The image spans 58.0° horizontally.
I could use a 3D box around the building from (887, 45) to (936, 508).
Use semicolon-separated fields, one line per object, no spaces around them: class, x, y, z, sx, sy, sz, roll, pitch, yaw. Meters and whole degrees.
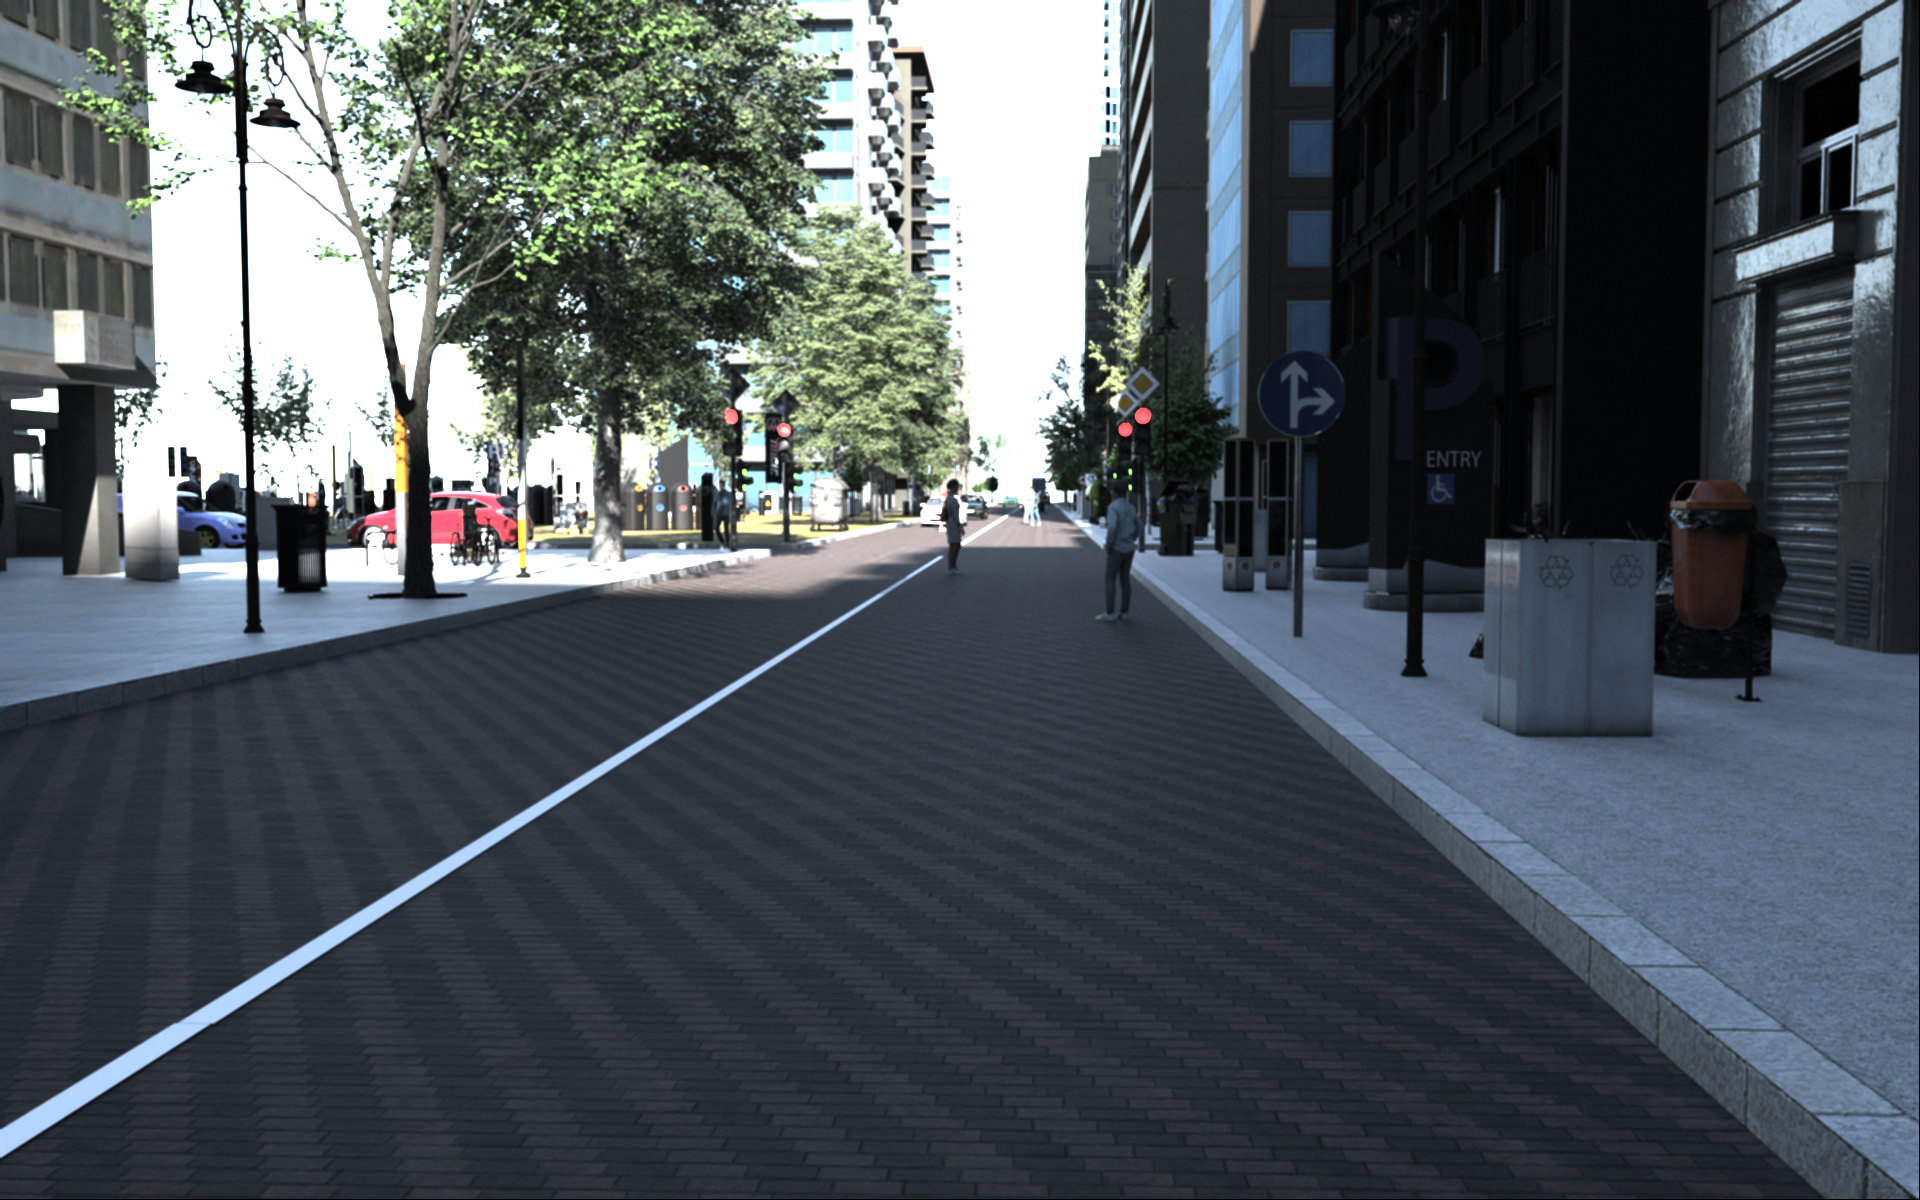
building;-13.808;-31.383;167.731;22.147;44.769;28.867;0;4;3

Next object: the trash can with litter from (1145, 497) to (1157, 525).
trash can with litter;7.856;-3.671;71.405;0.624;1.170;1.055;-1;4;-18

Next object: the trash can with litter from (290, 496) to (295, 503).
trash can with litter;-47.159;-6.731;121.440;1.055;1.170;0.624;1;4;12

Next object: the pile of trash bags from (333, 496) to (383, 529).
pile of trash bags;-21.681;-3.389;65.155;1.912;1.369;3.447;3;5;41

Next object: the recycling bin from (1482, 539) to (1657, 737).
recycling bin;3.318;0.188;9.474;0.722;1.027;0.722;0;4;1

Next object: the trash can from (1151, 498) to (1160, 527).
trash can;7.806;-3.451;68.072;0.748;1.137;0.748;0;3;0

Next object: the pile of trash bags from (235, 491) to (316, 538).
pile of trash bags;-19.919;-2.449;49.799;1.912;1.369;3.447;-1;4;-11

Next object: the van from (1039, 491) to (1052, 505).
van;10.869;-13.249;223.629;2.013;2.044;4.112;0;4;1

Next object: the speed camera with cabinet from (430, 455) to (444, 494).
speed camera with cabinet;-27.214;-5.713;87.748;2.038;3.252;0.660;-1;4;-20

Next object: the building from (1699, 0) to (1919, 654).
building;14.201;-10.368;2.798;16.112;22.955;30.059;0;4;3

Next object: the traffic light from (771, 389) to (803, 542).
traffic light;-4.646;-3.517;46.428;0.839;4.253;0.868;0;4;3

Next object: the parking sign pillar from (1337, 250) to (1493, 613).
parking sign pillar;5.263;-1.887;19.329;1.447;3.967;1.447;-1;4;-16

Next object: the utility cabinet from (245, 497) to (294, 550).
utility cabinet;-15.799;-1.744;39.675;1.020;1.237;0.306;0;4;0

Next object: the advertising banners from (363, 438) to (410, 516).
advertising banners;-17.704;-3.515;53.665;0.090;3.025;2.074;3;4;38

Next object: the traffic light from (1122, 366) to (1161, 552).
traffic light;3.979;-3.004;38.043;0.839;4.253;0.868;0;4;3

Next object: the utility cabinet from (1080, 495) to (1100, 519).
utility cabinet;6.614;-4.696;87.937;1.020;1.237;0.306;-1;4;-19

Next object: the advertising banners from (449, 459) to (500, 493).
advertising banners;-18.659;-4.306;66.597;2.074;3.025;0.090;-1;4;-15

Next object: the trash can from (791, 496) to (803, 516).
trash can;-9.769;-5.635;103.782;0.748;1.137;0.748;0;3;0

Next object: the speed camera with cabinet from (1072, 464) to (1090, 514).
speed camera with cabinet;8.056;-7.323;114.075;0.660;3.252;2.038;-1;4;-20

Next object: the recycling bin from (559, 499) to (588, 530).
recycling bin;-12.969;-2.790;58.179;0.722;1.027;0.722;1;4;18

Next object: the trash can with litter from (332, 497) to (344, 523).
trash can with litter;-26.299;-3.807;73.632;0.624;1.170;1.055;0;4;-4

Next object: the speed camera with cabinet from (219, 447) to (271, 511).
speed camera with cabinet;-30.225;-4.823;73.196;2.038;3.252;0.660;1;4;9

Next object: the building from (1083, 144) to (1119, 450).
building;27.777;-37.426;235.611;21.300;48.544;21.600;0;4;3

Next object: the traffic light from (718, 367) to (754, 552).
traffic light;-5.023;-3.029;38.451;0.839;4.253;0.868;0;4;3

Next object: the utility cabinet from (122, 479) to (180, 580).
utility cabinet;-12.044;-1.047;25.800;1.173;1.500;0.318;3;5;42

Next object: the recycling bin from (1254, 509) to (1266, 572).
recycling bin;4.930;-1.008;29.027;0.722;1.027;0.722;2;4;29

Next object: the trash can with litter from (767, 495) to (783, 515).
trash can with litter;-11.292;-5.859;106.852;1.678;1.210;2.233;2;4;27

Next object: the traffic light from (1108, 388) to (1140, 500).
traffic light;4.356;-3.492;46.020;0.839;4.253;0.868;0;4;3

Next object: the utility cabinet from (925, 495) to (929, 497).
utility cabinet;-2.553;-6.574;118.643;0.306;1.237;1.020;3;4;36

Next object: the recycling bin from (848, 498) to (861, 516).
recycling bin;-6.318;-5.484;102.213;0.722;1.027;0.722;-2;4;-24

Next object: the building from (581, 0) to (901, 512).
building;-16.415;-31.676;137.506;23.786;49.044;30.456;0;4;3

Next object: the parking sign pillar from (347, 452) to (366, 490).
parking sign pillar;-38.464;-7.458;110.410;1.447;3.967;1.447;1;4;15

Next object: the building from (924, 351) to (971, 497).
building;-12.920;-23.197;224.310;27.650;21.520;28.899;0;4;3

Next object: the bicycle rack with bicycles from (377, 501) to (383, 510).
bicycle rack with bicycles;-30.759;-4.777;91.482;2.852;0.926;2.925;-2;4;-29

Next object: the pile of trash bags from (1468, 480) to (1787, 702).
pile of trash bags;4.822;-0.149;12.182;1.912;1.369;3.447;0;4;6

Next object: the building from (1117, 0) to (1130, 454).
building;25.109;-45.481;181.872;20.563;71.187;20.611;0;4;3

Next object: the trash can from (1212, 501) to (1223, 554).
trash can;5.804;-1.572;37.361;0.748;1.137;0.748;0;3;0

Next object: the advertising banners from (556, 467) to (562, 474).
advertising banners;-25.953;-6.935;109.579;0.090;3.025;2.074;3;4;37

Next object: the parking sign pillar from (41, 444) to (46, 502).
parking sign pillar;-35.044;-4.811;67.132;1.447;3.967;1.447;2;4;35

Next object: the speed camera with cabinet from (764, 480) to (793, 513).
speed camera with cabinet;-12.093;-7.355;114.585;2.038;3.252;0.660;1;4;10

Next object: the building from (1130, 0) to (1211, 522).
building;19.751;-28.335;86.986;21.300;48.544;21.600;0;4;3

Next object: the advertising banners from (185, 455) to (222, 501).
advertising banners;-33.985;-5.040;78.588;2.074;3.025;0.090;-1;4;-19

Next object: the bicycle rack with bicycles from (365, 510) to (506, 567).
bicycle rack with bicycles;-9.427;-1.118;31.659;2.852;0.926;2.925;0;4;5

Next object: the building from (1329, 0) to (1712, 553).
building;13.226;-12.028;26.330;12.332;23.373;15.834;0;4;3

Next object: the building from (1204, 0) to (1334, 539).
building;15.550;-24.735;54.526;14.200;45.320;14.600;0;4;3

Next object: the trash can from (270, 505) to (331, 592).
trash can;-8.656;-0.680;22.772;0.748;1.137;0.748;0;3;0

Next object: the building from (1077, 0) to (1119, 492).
building;29.271;-58.027;261.406;22.319;86.520;31.000;0;4;3

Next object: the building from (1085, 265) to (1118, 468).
building;22.793;-27.331;218.557;14.160;30.474;14.107;0;4;3

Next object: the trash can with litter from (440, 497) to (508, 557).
trash can with litter;-10.043;-1.543;36.280;1.678;1.210;2.233;0;4;3

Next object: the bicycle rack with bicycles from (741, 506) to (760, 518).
bicycle rack with bicycles;-12.270;-4.906;93.600;2.925;0.926;2.852;0;3;0

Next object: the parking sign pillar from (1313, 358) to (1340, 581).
parking sign pillar;6.038;-2.290;25.919;1.447;3.967;1.447;2;4;27

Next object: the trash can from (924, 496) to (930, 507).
trash can;-2.285;-6.194;112.921;0.748;1.137;0.748;0;3;0

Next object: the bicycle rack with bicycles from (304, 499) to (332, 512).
bicycle rack with bicycles;-42.919;-6.337;116.999;2.852;0.926;2.925;-2;4;-24

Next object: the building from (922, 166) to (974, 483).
building;-10.137;-38.739;252.994;23.786;49.044;30.456;0;4;3

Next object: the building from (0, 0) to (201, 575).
building;-25.057;-20.166;21.600;23.993;40.220;32.217;0;4;3

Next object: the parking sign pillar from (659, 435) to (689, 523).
parking sign pillar;-12.891;-5.480;78.075;1.447;3.967;1.447;-1;4;-13
